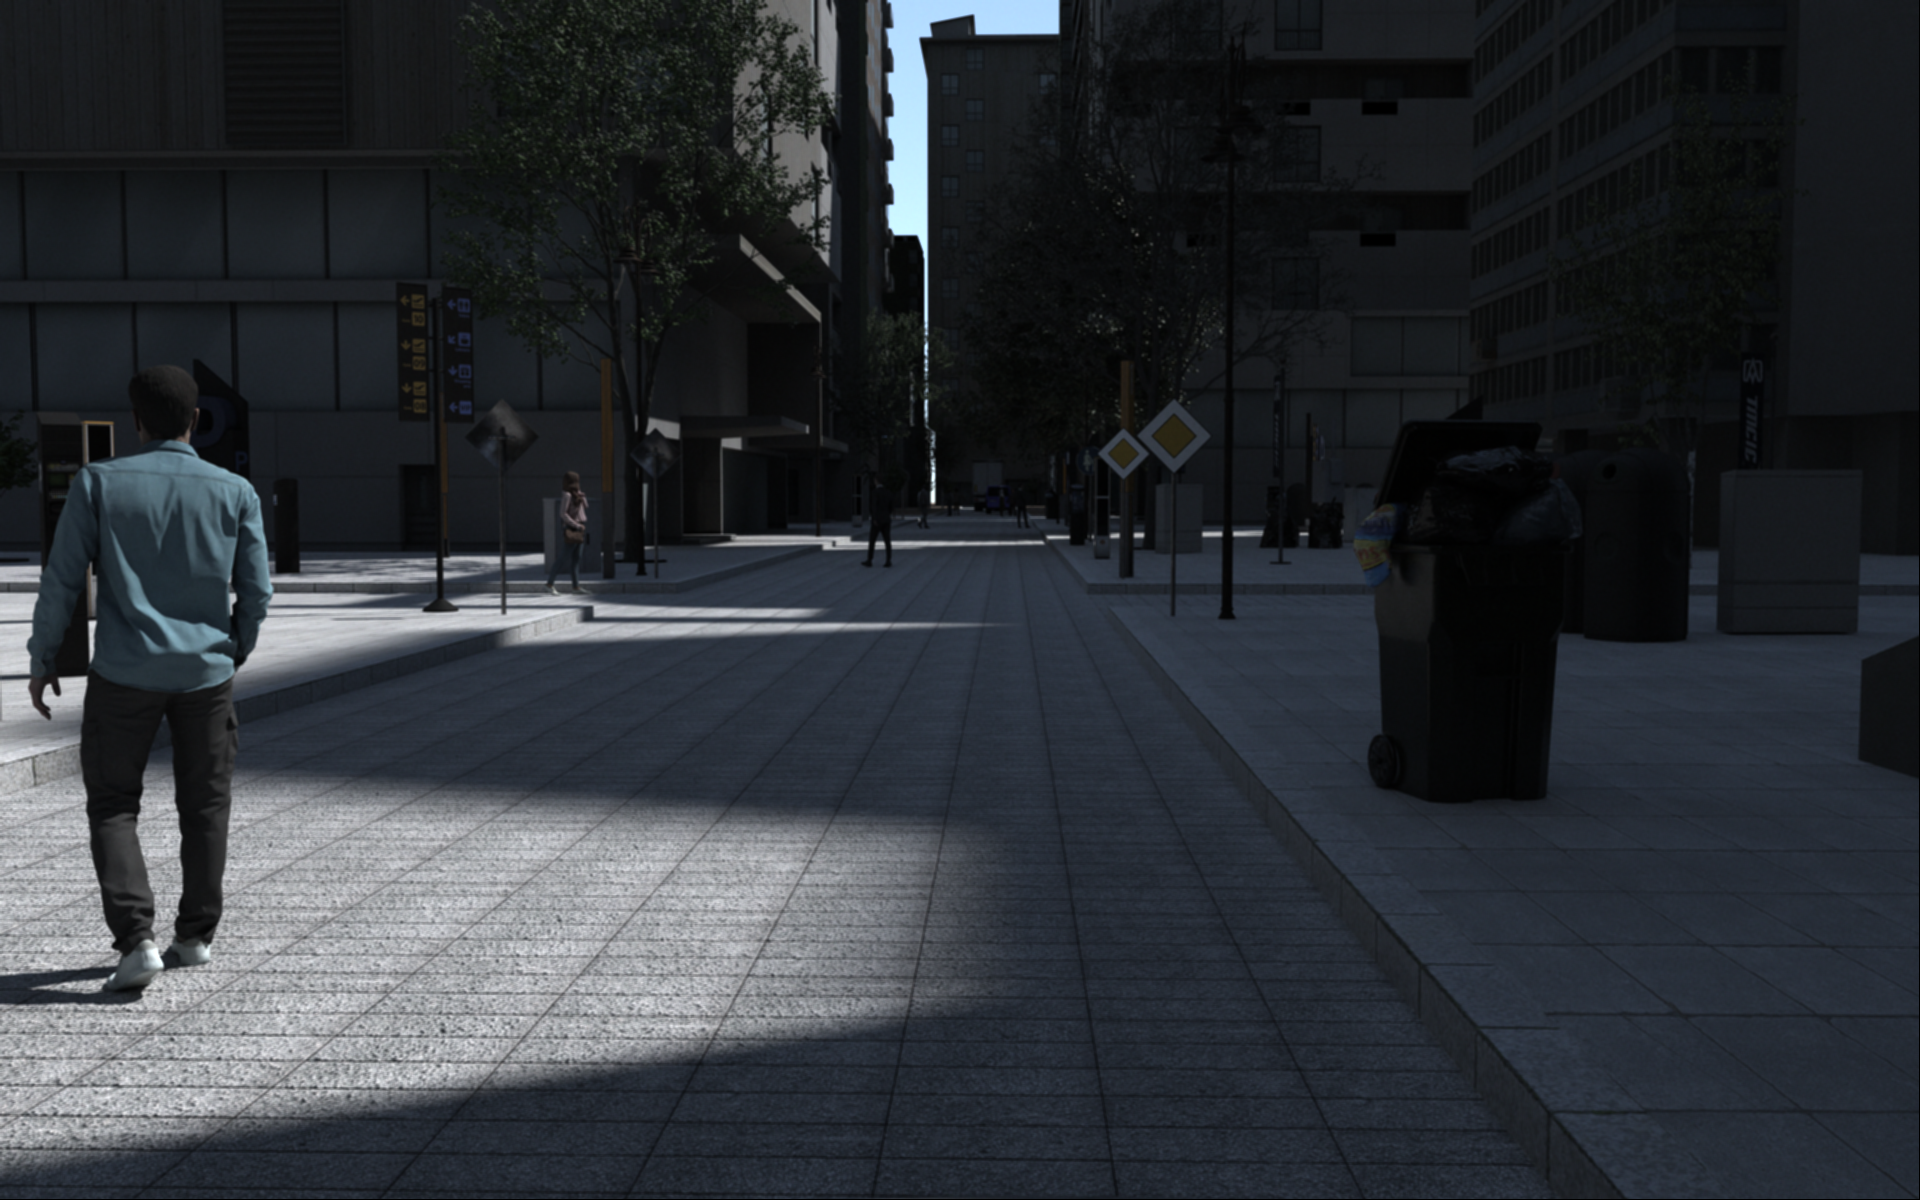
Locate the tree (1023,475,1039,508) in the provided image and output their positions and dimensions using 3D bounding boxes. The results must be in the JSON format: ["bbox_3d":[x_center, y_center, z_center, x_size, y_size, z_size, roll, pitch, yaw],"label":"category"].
[{"bbox_3d":[6.998,-10.391,164.495,1.663,3.219,1.824,0,3,0],"label":"tree"}]

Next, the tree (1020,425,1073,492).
[{"bbox_3d":[5.617,-9.400,104.048,4.360,8.622,3.978,0,3,0],"label":"tree"}]

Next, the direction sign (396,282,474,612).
[{"bbox_3d":[-5.690,-1.644,18.869,0.876,3.537,0.379,-3,5,-44],"label":"direction sign"}]

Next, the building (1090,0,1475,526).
[{"bbox_3d":[20.131,-30.129,81.852,28.713,52.752,27.495,0,4,2],"label":"building"}]

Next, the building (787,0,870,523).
[{"bbox_3d":[-11.695,-24.124,78.025,14.154,41.232,14.086,0,4,2],"label":"building"}]

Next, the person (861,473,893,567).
[{"bbox_3d":[-1.619,-1.573,33.997,0.659,1.850,0.755,-3,5,-41],"label":"person"}]

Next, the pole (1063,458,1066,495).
[{"bbox_3d":[5.944,-6.405,98.561,0.158,3.312,0.155,0,3,0],"label":"pole"}]

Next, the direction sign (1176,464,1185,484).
[{"bbox_3d":[8.418,-4.543,66.269,0.379,3.537,0.876,-1,4,-17],"label":"direction sign"}]

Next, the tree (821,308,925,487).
[{"bbox_3d":[-3.912,-7.281,69.409,4.360,8.622,3.978,0,3,0],"label":"tree"}]

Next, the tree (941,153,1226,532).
[{"bbox_3d":[4.119,-8.623,57.989,9.611,12.733,9.660,0,3,0],"label":"tree"}]

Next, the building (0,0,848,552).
[{"bbox_3d":[-17.840,-28.126,49.099,28.713,52.752,27.495,0,4,2],"label":"building"}]

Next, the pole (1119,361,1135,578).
[{"bbox_3d":[2.566,-2.003,26.593,0.158,3.312,0.155,0,3,0],"label":"pole"}]

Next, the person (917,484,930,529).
[{"bbox_3d":[-1.486,-3.881,72.048,0.679,1.850,0.850,3,5,41],"label":"person"}]

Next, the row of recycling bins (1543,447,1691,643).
[{"bbox_3d":[5.791,-0.583,16.646,1.069,1.692,3.534,-1,4,-10],"label":"row of recycling bins"}]

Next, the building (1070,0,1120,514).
[{"bbox_3d":[18.633,-30.255,118.379,21.300,48.544,21.600,0,4,2],"label":"building"}]

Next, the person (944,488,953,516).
[{"bbox_3d":[-0.703,-6.378,112.866,0.705,1.814,1.350,-1,4,-23],"label":"person"}]

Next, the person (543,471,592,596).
[{"bbox_3d":[-5.577,-0.946,24.565,0.643,1.750,0.593,0,4,-4],"label":"person"}]

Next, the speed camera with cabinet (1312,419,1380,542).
[{"bbox_3d":[10.300,-3.156,45.936,2.038,3.252,0.660,-2,4,-29],"label":"speed camera with cabinet"}]

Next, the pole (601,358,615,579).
[{"bbox_3d":[-5.317,-1.976,26.151,0.158,3.312,0.155,0,3,0],"label":"pole"}]

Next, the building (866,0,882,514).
[{"bbox_3d":[-12.327,-28.034,108.472,14.600,45.320,14.200,0,4,2],"label":"building"}]

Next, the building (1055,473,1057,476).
[{"bbox_3d":[20.969,-32.995,159.075,23.786,49.044,30.456,0,4,2],"label":"building"}]

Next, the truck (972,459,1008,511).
[{"bbox_3d":[2.520,-9.596,145.813,2.839,4.237,11.283,0,4,3],"label":"truck"}]

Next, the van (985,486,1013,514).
[{"bbox_3d":[2.893,-7.481,126.692,2.240,2.365,5.245,0,4,3],"label":"van"}]

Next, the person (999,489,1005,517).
[{"bbox_3d":[2.731,-6.132,109.481,0.721,1.736,1.217,0,4,3],"label":"person"}]

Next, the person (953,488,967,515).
[{"bbox_3d":[-0.218,-6.688,117.852,1.348,1.824,0.705,1,4,18],"label":"person"}]

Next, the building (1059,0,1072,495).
[{"bbox_3d":[14.749,-27.724,136.887,14.154,41.232,14.086,0,4,2],"label":"building"}]

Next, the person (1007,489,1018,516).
[{"bbox_3d":[3.412,-6.315,112.299,0.990,1.755,0.434,3,5,39],"label":"person"}]

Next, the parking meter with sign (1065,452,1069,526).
[{"bbox_3d":[4.489,-4.519,70.147,0.543,3.016,1.738,0,4,6],"label":"parking meter with sign"}]

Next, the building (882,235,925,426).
[{"bbox_3d":[-11.153,-25.879,194.815,14.107,30.474,14.160,0,4,2],"label":"building"}]

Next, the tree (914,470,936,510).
[{"bbox_3d":[-2.877,-8.887,139.906,1.663,3.219,1.824,0,3,0],"label":"tree"}]

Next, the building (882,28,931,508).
[{"bbox_3d":[-18.789,-52.020,163.191,31.000,86.520,22.319,0,4,2],"label":"building"}]

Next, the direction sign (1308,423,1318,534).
[{"bbox_3d":[11.371,-3.886,55.526,0.379,3.537,0.876,1,4,21],"label":"direction sign"}]

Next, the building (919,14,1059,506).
[{"bbox_3d":[9.818,-37.346,199.838,27.495,52.752,28.713,0,4,2],"label":"building"}]

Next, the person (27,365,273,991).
[{"bbox_3d":[-2.387,0.206,5.153,0.660,1.820,0.620,-3,4,-37],"label":"person"}]

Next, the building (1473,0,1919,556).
[{"bbox_3d":[27.228,-21.484,43.142,23.993,40.220,32.217,0,4,2],"label":"building"}]

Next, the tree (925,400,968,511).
[{"bbox_3d":[-2.170,-10.861,127.935,4.360,8.622,3.978,0,3,0],"label":"tree"}]

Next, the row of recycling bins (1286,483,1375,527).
[{"bbox_3d":[14.154,-3.593,65.853,3.534,1.692,1.069,-1,4,-11],"label":"row of recycling bins"}]

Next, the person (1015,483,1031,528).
[{"bbox_3d":[2.643,-4.003,73.316,0.648,1.900,0.474,3,5,41],"label":"person"}]

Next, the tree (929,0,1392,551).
[{"bbox_3d":[4.520,-7.900,39.540,12.009,13.543,11.850,0,3,0],"label":"tree"}]

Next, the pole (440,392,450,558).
[{"bbox_3d":[-10.377,-2.500,34.725,0.158,3.312,0.155,0,3,0],"label":"pole"}]

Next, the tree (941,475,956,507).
[{"bbox_3d":[-1.351,-11.223,178.094,1.663,3.219,1.824,0,3,0],"label":"tree"}]

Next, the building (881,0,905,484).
[{"bbox_3d":[-16.620,-31.286,131.127,23.786,49.044,30.456,0,4,2],"label":"building"}]
